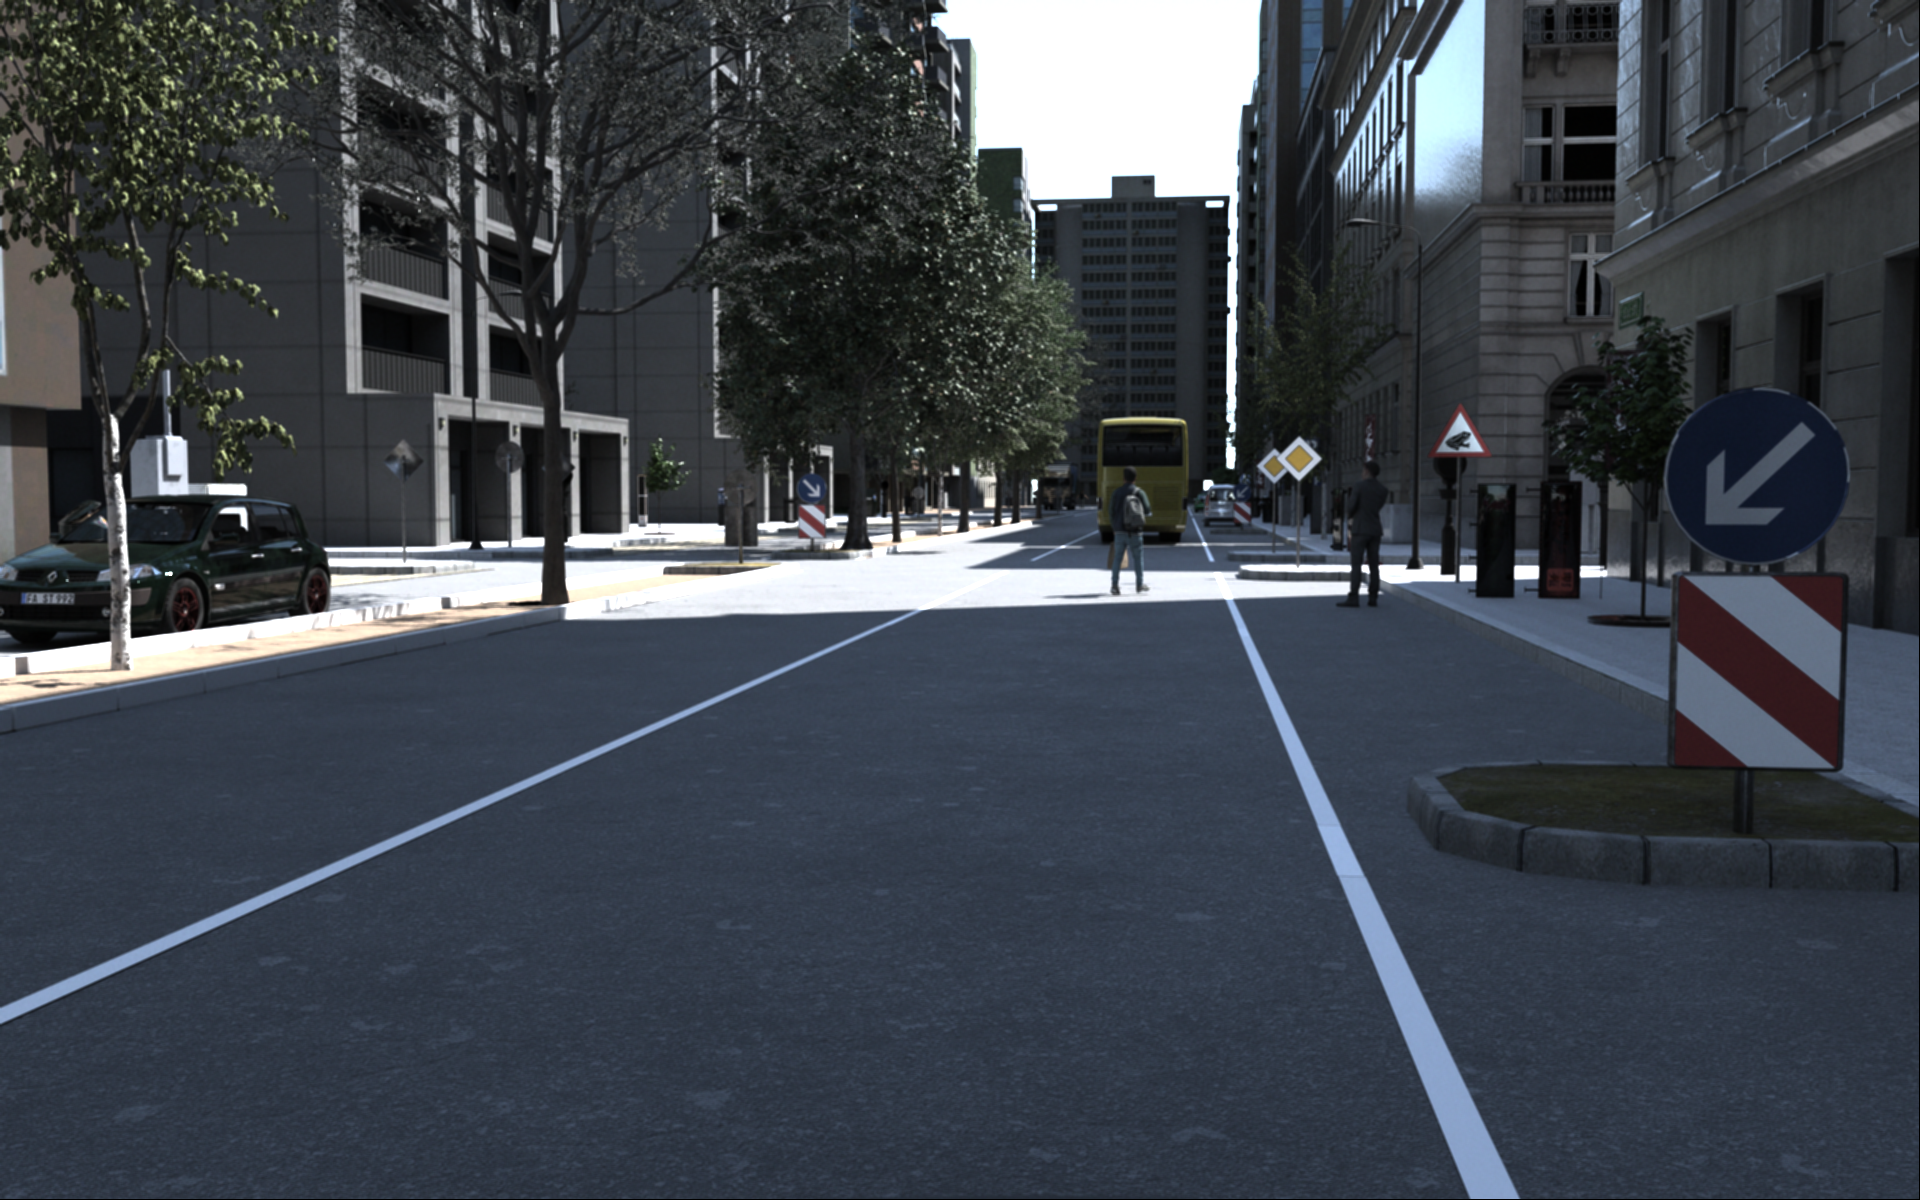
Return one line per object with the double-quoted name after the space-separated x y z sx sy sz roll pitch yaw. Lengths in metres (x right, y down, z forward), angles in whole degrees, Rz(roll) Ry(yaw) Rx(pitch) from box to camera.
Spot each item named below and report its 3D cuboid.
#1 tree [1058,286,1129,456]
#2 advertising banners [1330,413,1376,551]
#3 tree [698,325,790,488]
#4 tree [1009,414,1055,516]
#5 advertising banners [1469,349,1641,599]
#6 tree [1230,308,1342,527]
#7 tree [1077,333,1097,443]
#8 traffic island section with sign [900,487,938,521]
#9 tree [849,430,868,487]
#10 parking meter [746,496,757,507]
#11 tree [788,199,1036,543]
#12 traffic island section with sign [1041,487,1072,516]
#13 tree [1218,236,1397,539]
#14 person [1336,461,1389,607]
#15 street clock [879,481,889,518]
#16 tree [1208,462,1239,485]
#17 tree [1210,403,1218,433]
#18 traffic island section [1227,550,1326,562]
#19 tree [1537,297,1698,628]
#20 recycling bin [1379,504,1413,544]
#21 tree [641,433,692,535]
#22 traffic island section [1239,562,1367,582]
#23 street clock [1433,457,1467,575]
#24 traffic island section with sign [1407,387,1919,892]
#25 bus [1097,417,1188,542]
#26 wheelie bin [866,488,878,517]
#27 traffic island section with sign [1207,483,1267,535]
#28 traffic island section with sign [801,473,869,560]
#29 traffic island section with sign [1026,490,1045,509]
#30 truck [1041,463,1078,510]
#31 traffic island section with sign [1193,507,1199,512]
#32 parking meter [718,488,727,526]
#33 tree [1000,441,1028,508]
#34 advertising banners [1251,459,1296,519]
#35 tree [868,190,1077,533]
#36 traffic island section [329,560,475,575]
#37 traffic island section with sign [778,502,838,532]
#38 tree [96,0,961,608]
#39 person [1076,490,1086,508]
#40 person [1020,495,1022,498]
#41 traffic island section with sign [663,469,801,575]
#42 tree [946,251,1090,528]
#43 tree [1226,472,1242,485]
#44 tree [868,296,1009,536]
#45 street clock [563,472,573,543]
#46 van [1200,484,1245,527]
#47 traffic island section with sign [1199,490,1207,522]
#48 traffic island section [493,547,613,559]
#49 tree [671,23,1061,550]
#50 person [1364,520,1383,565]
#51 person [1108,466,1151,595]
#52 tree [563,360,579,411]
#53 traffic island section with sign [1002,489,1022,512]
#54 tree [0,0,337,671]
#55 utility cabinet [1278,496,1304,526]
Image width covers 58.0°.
4.465 -11.287 97.377 12.009 13.543 11.850 0 3 0 "tree"
8.745 -2.589 38.522 0.090 3.025 2.074 -1 4 -13 "advertising banners"
-8.421 -7.283 69.434 4.360 8.622 3.978 0 3 0 "tree"
3.050 -8.352 89.370 4.360 8.622 3.978 0 3 0 "tree"
7.335 -1.530 21.209 2.074 3.025 0.090 1 4 14 "advertising banners"
12.731 -7.146 67.192 4.360 8.622 3.978 0 3 0 "tree"
2.583 -9.872 81.992 7.486 12.596 7.792 0 3 0 "tree"
-2.213 -5.100 92.016 1.989 1.847 2.006 0 4 7 "traffic island section with sign"
-4.581 -9.192 100.650 4.360 8.622 3.978 0 3 0 "tree"
-7.839 -3.624 64.967 0.399 1.863 0.255 3 5 43 "parking meter"
-1.788 -6.977 50.938 8.767 10.594 7.601 0 4 7 "tree"
6.378 -6.430 113.263 2.006 1.907 1.989 0 4 7 "traffic island section with sign"
10.103 -6.032 48.984 4.737 8.622 4.395 0 3 0 "tree"
5.125 -0.845 22.128 0.655 1.846 0.447 -2 4 -24 "person"
-4.085 -5.429 93.330 0.471 2.002 0.358 -2 4 -33 "street clock"
28.791 -12.517 188.358 4.285 4.588 4.351 0 3 0 "tree"
16.338 -8.968 96.985 4.737 8.622 4.395 0 3 0 "tree"
6.864 -0.949 37.790 2.009 0.180 2.903 0 4 7 "traffic island section"
6.868 -1.379 17.143 1.663 3.219 1.824 0 3 0 "tree"
11.208 -1.957 44.551 0.722 1.027 0.722 -1 4 -19 "recycling bin"
-9.529 -3.672 54.637 1.663 3.219 1.824 0 3 0 "tree"
5.848 -0.464 29.870 2.009 0.180 2.903 0 4 7 "traffic island section"
7.756 -1.400 27.463 0.471 2.002 0.358 0 4 -3 "street clock"
2.959 0.085 7.244 1.989 1.847 2.006 0 4 7 "traffic island section with sign"
5.666 -3.845 54.414 2.896 3.916 12.252 0 4 5 "bus"
-4.982 -5.404 96.261 0.980 1.594 0.693 2 4 29 "wheelie bin"
9.999 -3.276 62.190 1.989 1.847 2.006 0 4 7 "traffic island section with sign"
-3.174 -1.871 38.732 2.006 1.907 1.989 0 4 7 "traffic island section with sign"
7.458 -9.716 167.485 1.989 1.847 2.006 0 4 7 "traffic island section with sign"
9.076 -10.261 156.675 2.839 4.237 11.283 0 4 7 "truck"
23.359 -9.646 166.334 1.989 1.847 2.006 0 4 7 "traffic island section with sign"
-9.569 -3.757 69.842 0.372 1.533 0.369 0 3 0 "parking meter"
4.806 -13.007 163.023 4.737 8.622 4.395 0 3 0 "tree"
15.691 -5.515 86.350 2.074 3.025 0.090 1 4 23 "advertising banners"
0.087 -8.774 64.044 7.486 12.596 7.792 0 3 0 "tree"
-10.262 -0.590 31.934 2.009 0.180 2.903 0 4 7 "traffic island section"
-5.677 -3.456 65.140 1.989 1.847 2.006 0 4 7 "traffic island section with sign"
-5.187 -6.657 21.676 12.009 13.543 11.850 0 3 0 "tree"
12.370 -10.215 175.531 1.348 1.822 0.705 2 4 30 "person"
4.990 -8.254 144.930 0.593 1.643 0.415 3 5 41 "person"
-4.126 -1.422 31.386 2.006 1.907 1.989 0 4 7 "traffic island section with sign"
1.700 -8.872 73.272 9.928 11.665 9.643 0 3 0 "tree"
21.773 -8.658 136.153 1.663 3.219 1.824 0 3 0 "tree"
-0.653 -6.441 58.128 4.360 8.622 3.978 0 3 0 "tree"
-10.448 -2.515 45.687 0.471 2.002 0.358 -1 4 -14 "street clock"
11.703 -4.290 77.150 2.013 2.044 4.112 0 4 8 "van"
13.532 -4.956 89.658 1.989 1.847 2.006 0 4 7 "traffic island section with sign"
-9.246 -1.075 39.854 2.009 0.180 2.903 0 4 7 "traffic island section"
-2.502 -7.507 42.204 9.611 12.733 9.660 0 3 0 "tree"
8.139 -1.578 34.315 0.388 1.821 0.555 3 4 38 "person"
2.354 -0.984 24.577 0.794 1.824 0.713 3 5 41 "person"
-18.249 -7.510 73.151 4.360 8.622 3.978 0 3 0 "tree"
4.037 -8.081 140.747 1.989 1.847 2.006 0 4 7 "traffic island section with sign"
-6.767 -3.711 13.501 4.737 8.622 4.395 0 3 0 "tree"
13.458 -3.624 70.417 1.020 1.237 0.306 -1 4 -20 "utility cabinet"
